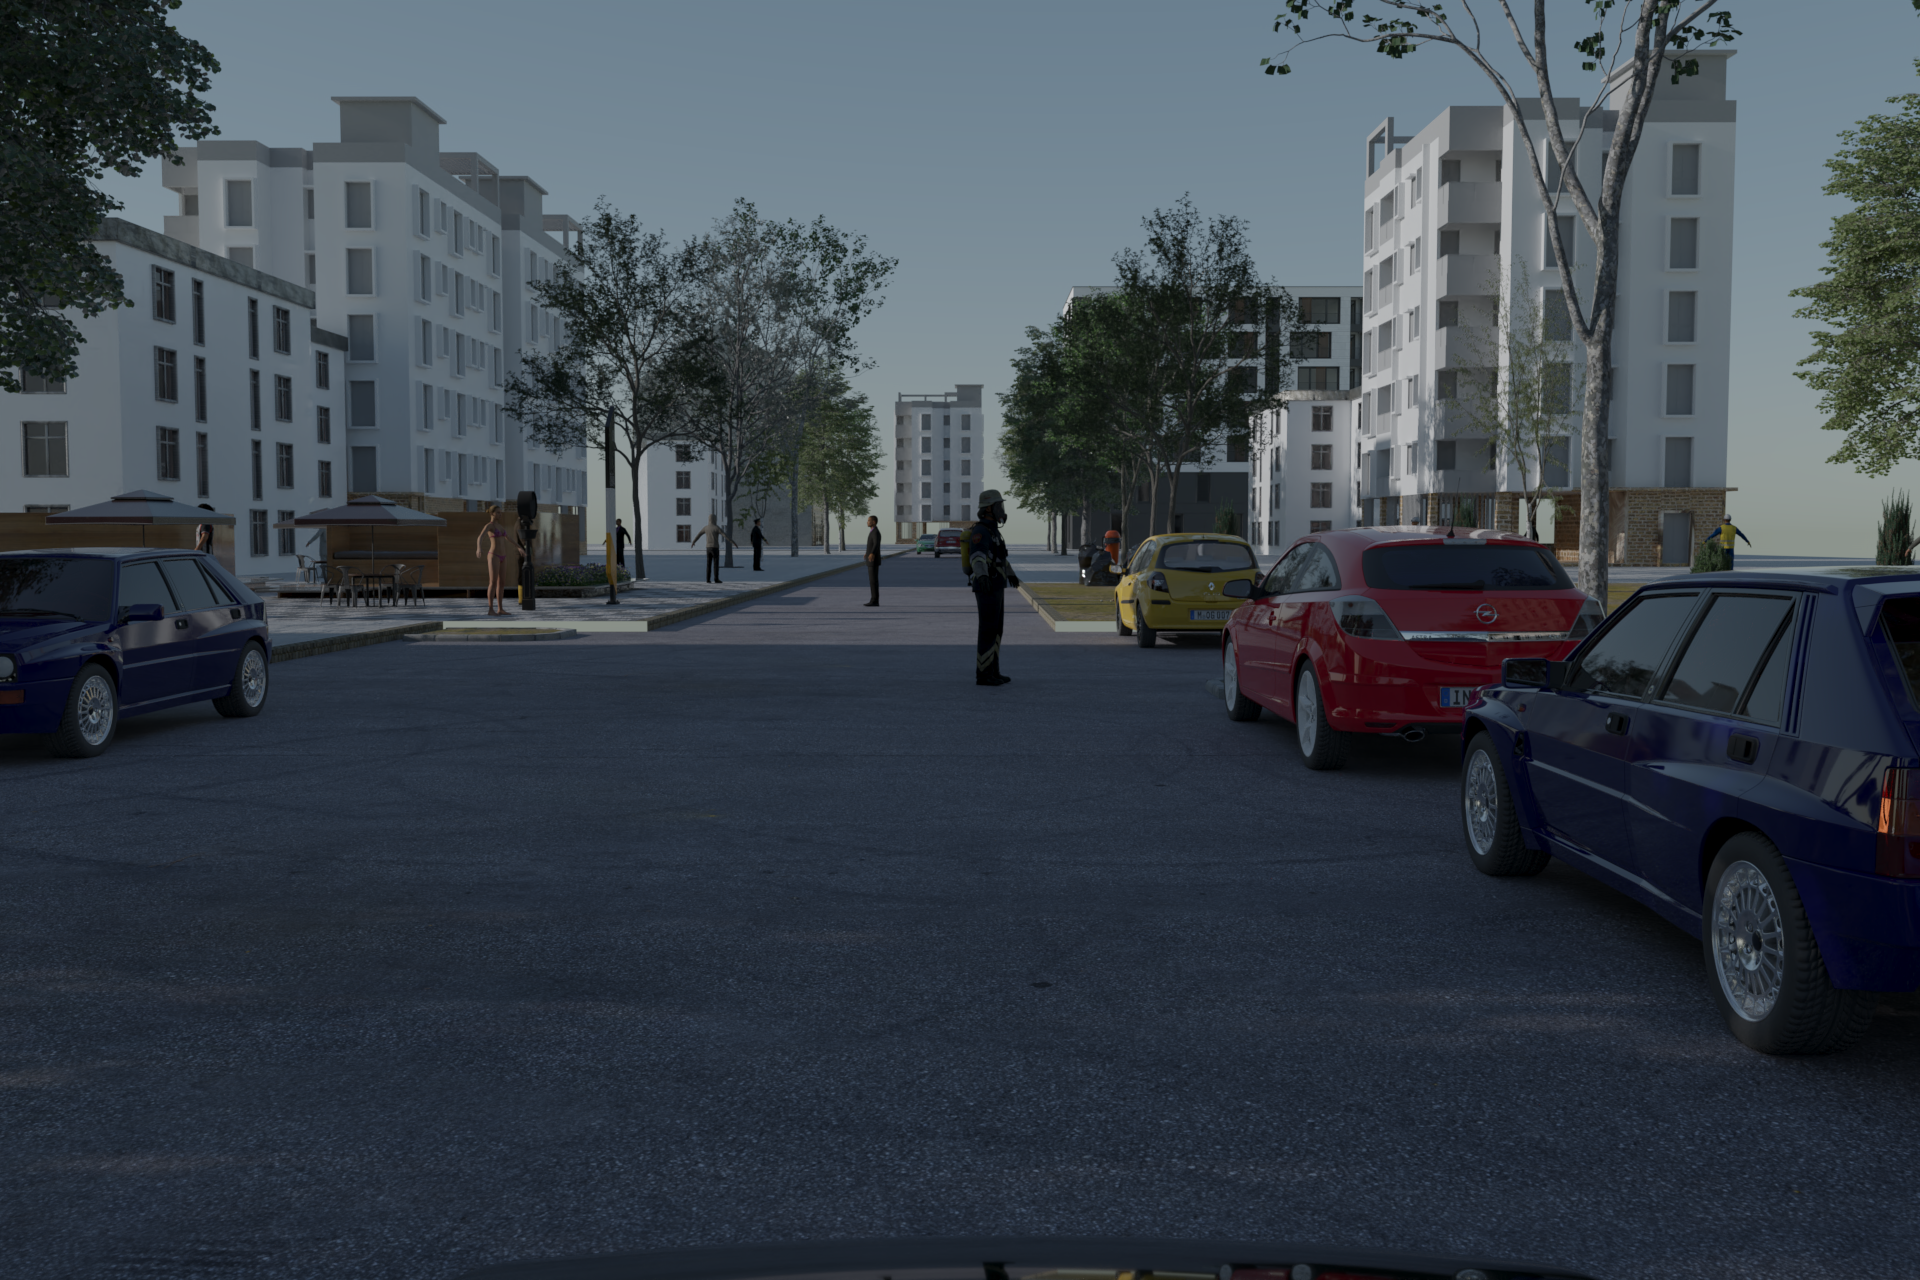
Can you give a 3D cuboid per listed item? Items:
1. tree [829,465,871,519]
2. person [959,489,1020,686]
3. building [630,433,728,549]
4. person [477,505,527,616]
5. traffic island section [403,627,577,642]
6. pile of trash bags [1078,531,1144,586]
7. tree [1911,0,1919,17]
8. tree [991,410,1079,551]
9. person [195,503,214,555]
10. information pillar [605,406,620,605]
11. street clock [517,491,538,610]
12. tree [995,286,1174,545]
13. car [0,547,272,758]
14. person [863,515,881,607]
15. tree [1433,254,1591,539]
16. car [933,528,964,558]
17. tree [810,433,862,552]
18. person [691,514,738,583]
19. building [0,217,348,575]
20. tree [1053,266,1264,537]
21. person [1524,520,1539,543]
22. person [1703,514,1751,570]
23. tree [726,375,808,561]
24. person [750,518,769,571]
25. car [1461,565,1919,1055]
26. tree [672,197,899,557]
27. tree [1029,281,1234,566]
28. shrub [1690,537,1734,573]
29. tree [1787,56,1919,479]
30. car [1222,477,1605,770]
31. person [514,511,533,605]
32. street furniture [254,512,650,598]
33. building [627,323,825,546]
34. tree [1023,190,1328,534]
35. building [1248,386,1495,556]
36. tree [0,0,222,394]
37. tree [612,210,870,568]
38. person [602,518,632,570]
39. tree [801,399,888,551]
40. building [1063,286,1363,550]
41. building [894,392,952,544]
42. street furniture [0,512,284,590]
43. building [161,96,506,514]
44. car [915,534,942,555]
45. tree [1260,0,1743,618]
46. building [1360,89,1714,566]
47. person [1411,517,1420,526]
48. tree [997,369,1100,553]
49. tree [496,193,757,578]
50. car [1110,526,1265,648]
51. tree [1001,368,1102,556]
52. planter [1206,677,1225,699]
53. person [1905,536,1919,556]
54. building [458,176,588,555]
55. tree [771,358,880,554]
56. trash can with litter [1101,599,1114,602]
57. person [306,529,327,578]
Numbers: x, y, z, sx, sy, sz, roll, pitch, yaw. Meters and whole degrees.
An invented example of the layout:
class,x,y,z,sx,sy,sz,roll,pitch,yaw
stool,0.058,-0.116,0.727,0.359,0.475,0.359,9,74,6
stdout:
class,x,y,z,sx,sy,sz,roll,pitch,yaw
tree,-14.785,-17.518,220.837,7.601,10.594,8.767,0,4,1
person,0.315,-0.504,16.481,0.705,1.856,1.354,1,4,14
building,-25.436,-13.191,157.818,9.099,9.664,28.070,0,4,0
person,-7.239,-1.254,27.301,0.721,1.733,1.217,1,4,21
traffic island section,-6.431,-0.073,24.061,1.991,0.108,1.994,0,4,1
pile of trash bags,3.942,-2.095,44.012,1.912,1.369,3.447,0,4,1
tree,8.369,-5.552,8.900,7.486,12.596,7.792,0,3,0
tree,6.821,-13.454,130.348,12.009,13.543,11.850,0,3,0
person,-13.368,-1.495,30.594,0.704,1.843,1.345,-1,4,-20
information pillar,-6.345,-2.454,31.477,0.183,3.616,0.504,0,4,1
street clock,-7.270,-1.503,29.143,0.358,2.002,0.471,0,4,1
tree,6.652,-11.272,90.957,9.857,13.997,8.962,0,3,0
car,-6.390,0.018,12.292,1.945,1.354,3.894,0,3,0
person,-1.743,-1.568,34.312,0.704,1.802,1.346,0,4,-8
tree,15.033,-5.790,45.034,4.360,8.622,3.978,0,3,0
car,-0.525,-5.938,105.759,2.281,1.827,5.304,0,4,0
tree,-8.676,-10.504,122.096,4.737,8.622,4.395,0,3,0
person,-6.453,-2.396,45.299,1.348,1.813,0.705,1,4,18
building,-26.844,-7.213,60.080,9.099,9.664,28.070,0,4,0
tree,6.683,-7.510,57.208,7.601,10.594,8.767,-2,4,-23
person,20.807,-3.490,63.245,1.347,1.806,0.705,-3,5,-41
person,21.109,-2.552,47.691,1.349,1.833,0.705,0,4,7
tree,-9.250,-7.995,81.082,4.737,8.622,4.395,0,3,0
person,-7.019,-3.319,60.193,0.705,1.837,1.347,-2,4,-31
car,3.038,0.396,6.108,1.945,1.354,3.894,0,3,0
tree,-9.981,-14.793,97.747,12.611,20.169,13.585,0,3,0
tree,6.801,-8.784,69.381,9.928,11.665,9.643,0,3,0
shrub,17.256,-1.752,39.755,1.383,1.207,1.383,0,3,0
tree,22.437,-7.380,38.793,7.486,12.596,7.792,0,3,0
car,2.972,-0.182,12.009,2.155,1.783,4.494,0,4,-1
person,-7.910,-1.553,31.523,0.704,1.812,1.346,-1,4,-15
street furniture,-9.677,-1.908,38.057,9.812,1.723,11.010,0,4,-1
building,-24.576,-21.828,187.820,19.493,23.208,18.063,0,4,0
tree,5.796,-6.951,48.057,8.767,10.594,7.601,1,4,9
building,23.464,-9.721,101.084,9.099,9.664,28.070,0,4,0
tree,-12.288,-6.805,17.915,9.857,13.997,8.962,0,3,0
tree,-8.663,-9.485,65.442,12.009,13.543,11.850,0,3,0
person,-11.347,-3.140,57.571,1.346,1.802,0.704,3,4,36
tree,-9.037,-12.609,131.909,9.928,11.665,9.643,0,3,0
building,23.238,-19.286,159.304,27.936,21.610,32.646,0,3,0
building,-7.985,-22.219,222.149,11.380,20.090,16.016,0,4,-7
street furniture,-19.854,-1.842,36.972,9.812,1.723,11.010,-1,4,-10
building,-28.441,-13.453,76.381,16.016,20.090,11.380,0,4,-1
car,-2.122,-6.757,122.277,2.131,1.459,4.920,0,3,0
tree,9.279,-10.392,25.797,12.611,20.169,13.585,0,3,0
building,23.983,-13.675,80.007,16.016,20.090,11.380,0,4,0
person,12.963,-2.644,49.688,0.721,1.772,1.216,-1,4,-14
tree,6.194,-12.032,114.855,7.486,12.596,7.792,0,3,0
tree,-9.337,-6.977,48.486,7.601,10.594,8.767,-2,4,-28
car,3.071,-0.796,23.235,2.015,1.641,3.980,0,4,-1
tree,6.210,-10.851,103.176,9.928,11.665,9.643,0,3,0
planter,3.252,0.342,15.552,1.991,0.319,1.994,0,4,0
person,16.806,-1.416,29.426,1.348,1.796,0.705,3,4,36
building,-27.883,-14.462,92.879,16.016,20.090,11.380,0,4,1
tree,-9.006,-11.813,111.274,7.486,12.596,7.792,0,3,0
trash can with litter,3.519,-1.286,32.091,1.678,1.210,2.233,0,4,-1
person,-18.494,-2.704,50.402,0.705,1.806,1.347,1,4,19
